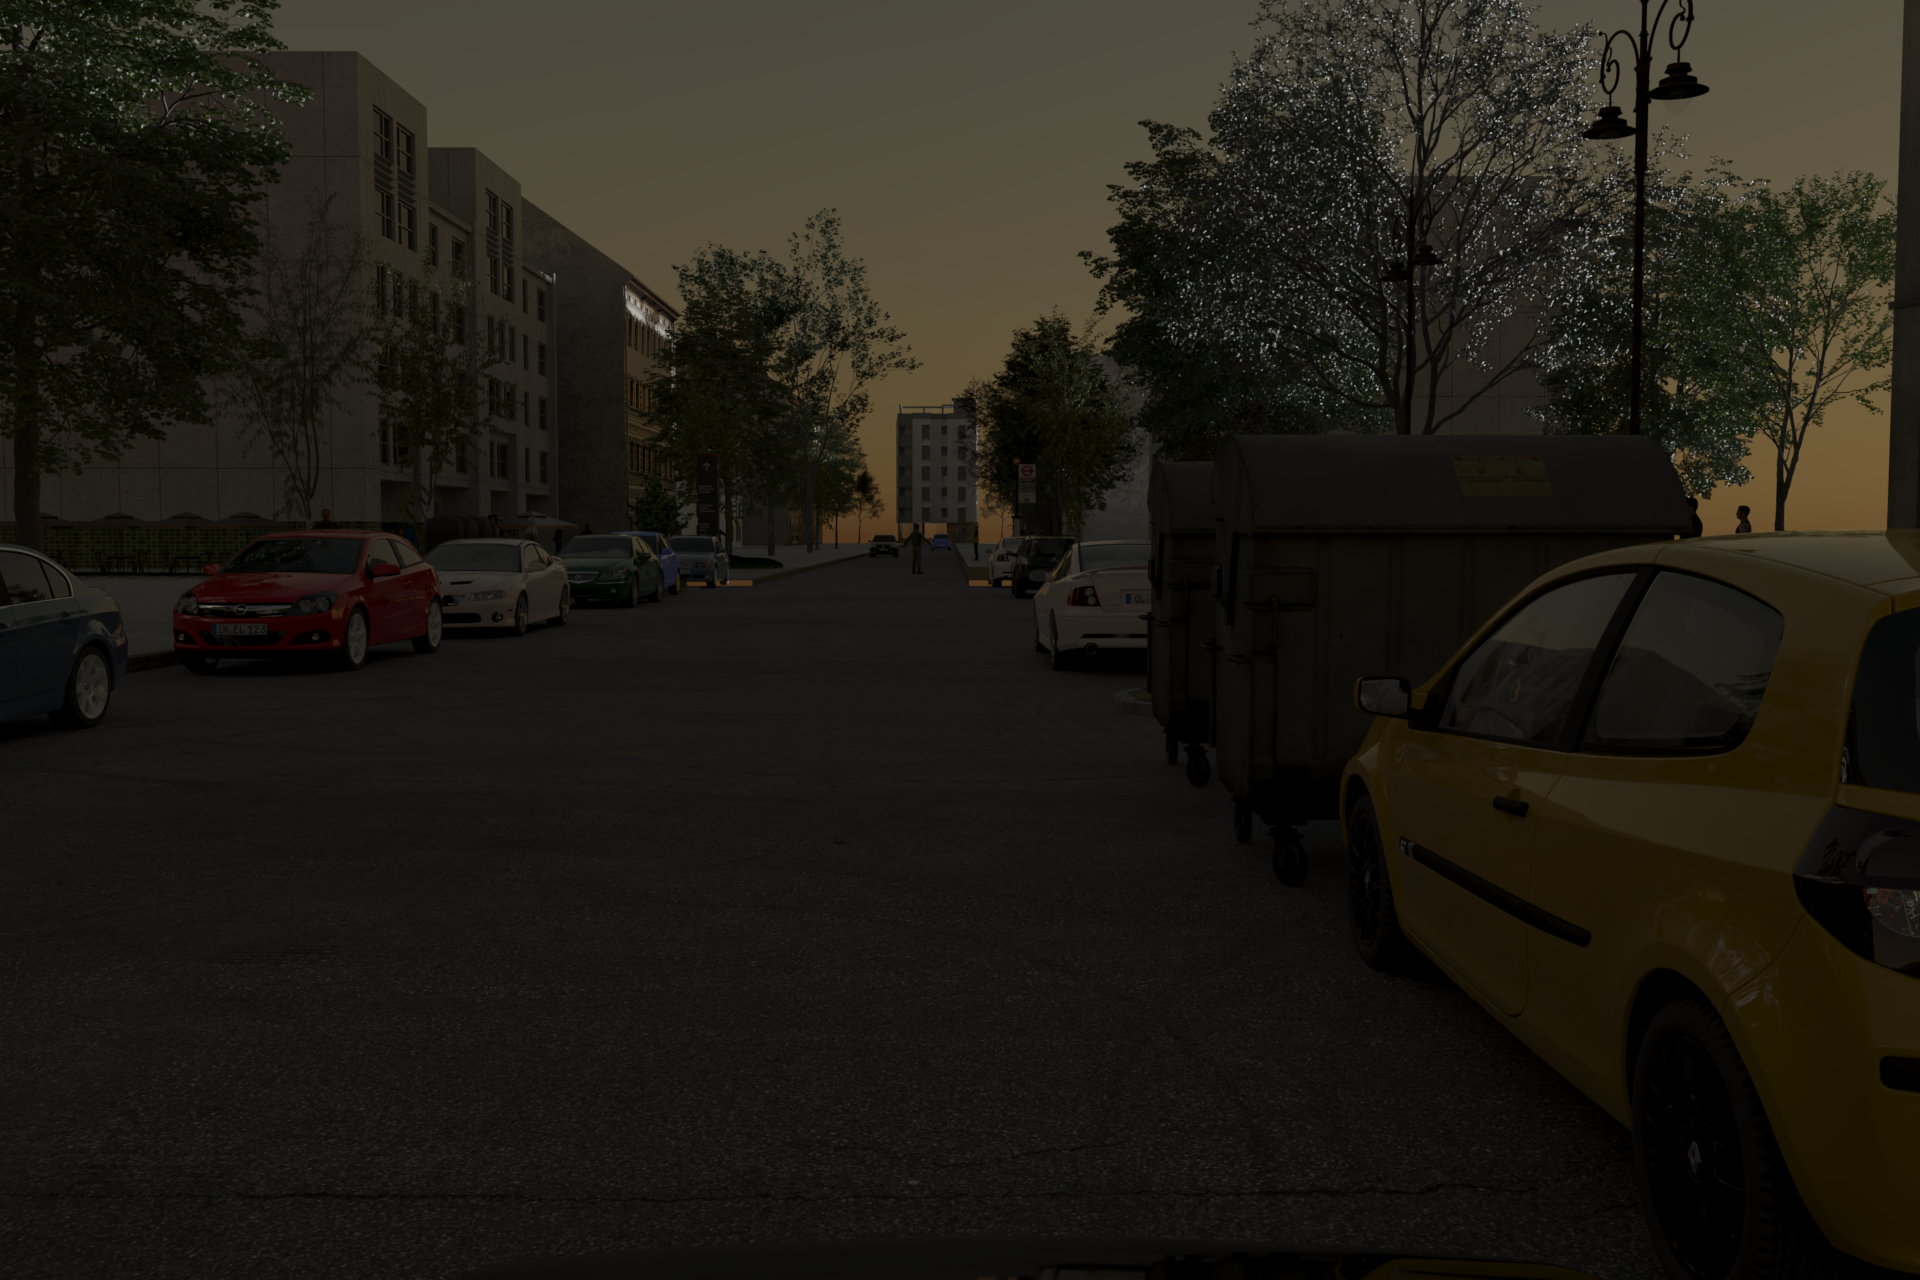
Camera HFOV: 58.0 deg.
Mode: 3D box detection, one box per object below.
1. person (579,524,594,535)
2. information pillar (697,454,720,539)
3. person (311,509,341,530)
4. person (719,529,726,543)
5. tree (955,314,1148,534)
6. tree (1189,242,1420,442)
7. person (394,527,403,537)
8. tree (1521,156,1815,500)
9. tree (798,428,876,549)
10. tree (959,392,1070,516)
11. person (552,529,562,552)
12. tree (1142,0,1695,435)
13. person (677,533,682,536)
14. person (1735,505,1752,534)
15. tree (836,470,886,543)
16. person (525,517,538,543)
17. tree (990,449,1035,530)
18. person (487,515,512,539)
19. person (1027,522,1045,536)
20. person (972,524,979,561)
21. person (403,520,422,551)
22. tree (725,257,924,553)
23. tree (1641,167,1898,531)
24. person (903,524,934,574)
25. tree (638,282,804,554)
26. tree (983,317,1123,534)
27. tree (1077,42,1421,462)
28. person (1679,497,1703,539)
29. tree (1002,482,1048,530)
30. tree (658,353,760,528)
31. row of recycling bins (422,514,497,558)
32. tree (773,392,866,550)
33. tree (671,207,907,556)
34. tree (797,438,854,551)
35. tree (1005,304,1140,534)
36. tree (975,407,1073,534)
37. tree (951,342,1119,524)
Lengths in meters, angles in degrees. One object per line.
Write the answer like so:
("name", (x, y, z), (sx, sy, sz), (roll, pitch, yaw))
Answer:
("person", (-17.016, -4.414, 78.896), (1.216, 1.740, 0.721), (-2, 4, -31))
("information pillar", (-8.161, -4.088, 56.221), (0.750, 3.857, 0.750), (0, 4, -1))
("person", (-13.192, -1.830, 36.098), (1.348, 1.807, 0.705), (-1, 4, -19))
("person", (-11.112, -4.471, 79.238), (1.346, 1.812, 0.704), (0, 4, 7))
("tree", (4.261, -8.483, 73.104), (8.767, 10.594, 7.601), (-2, 4, -33))
("tree", (11.187, -8.113, 58.398), (9.928, 11.665, 9.643), (0, 3, 0))
("person", (-12.131, -1.740, 37.660), (0.599, 1.438, 0.989), (1, 4, 13))
("tree", (24.283, -9.379, 60.007), (9.857, 13.997, 8.962), (0, 3, 0))
("tree", (-10.526, -13.239, 150.876), (8.767, 10.594, 7.601), (3, 5, 44))
("tree", (4.856, -14.559, 148.415), (12.009, 13.543, 11.850), (0, 3, 0))
("person", (-18.678, -4.539, 80.401), (0.705, 1.806, 1.347), (-2, 4, -27))
("tree", (8.490, -7.481, 32.680), (12.009, 13.543, 11.850), (0, 3, 0))
("person", (-8.515, -2.629, 52.245), (0.991, 1.433, 0.599), (1, 4, 21))
("person", (14.392, -1.576, 31.928), (0.704, 1.807, 1.345), (2, 4, 30))
("tree", (-13.767, -18.787, 241.571), (7.601, 10.594, 8.767), (0, 4, -4))
("person", (-11.191, -2.333, 44.914), (0.721, 1.736, 1.217), (0, 4, -2))
("tree", (4.356, -11.394, 136.656), (4.737, 8.622, 4.395), (0, 3, 0))
("person", (-13.143, -2.607, 48.770), (1.345, 1.843, 0.704), (-2, 4, -24))
("person", (3.545, -4.464, 79.121), (1.348, 1.813, 0.705), (1, 4, 18))
("person", (0.697, -4.702, 83.343), (0.721, 1.772, 1.216), (0, 4, 5))
("person", (-20.560, -3.606, 65.080), (1.347, 1.817, 0.704), (3, 4, 37))
("tree", (-9.334, -16.072, 118.659), (12.611, 20.169, 13.585), (0, 3, 0))
("tree", (23.626, -7.555, 49.283), (9.928, 11.665, 9.643), (0, 3, 0))
("person", (-1.528, -3.262, 62.059), (1.348, 1.796, 0.705), (2, 4, 35))
("tree", (-10.986, -9.827, 78.801), (7.486, 12.596, 7.792), (0, 3, 0))
("tree", (4.630, -10.587, 91.222), (7.486, 12.596, 7.792), (0, 3, 0))
("tree", (7.912, -8.561, 46.634), (9.857, 13.997, 8.962), (0, 3, 0))
("person", (10.602, -1.174, 25.239), (0.704, 1.823, 1.345), (1, 4, 13))
("tree", (4.724, -10.923, 128.958), (4.360, 8.622, 3.978), (0, 3, 0))
("tree", (-10.275, -7.341, 70.382), (4.737, 8.622, 4.395), (0, 3, 0))
("row of recycling bins", (-10.864, -1.883, 37.892), (1.069, 1.692, 3.534), (0, 4, 0))
("tree", (-11.363, -13.496, 138.781), (7.486, 12.596, 7.792), (0, 3, 0))
("tree", (-9.833, -14.940, 100.164), (12.611, 20.169, 13.585), (0, 3, 0))
("tree", (-10.413, -11.030, 130.700), (4.737, 8.622, 4.395), (0, 3, 0))
("tree", (3.652, -6.491, 56.490), (4.737, 8.622, 4.395), (0, 3, 0))
("tree", (4.552, -11.418, 121.100), (7.601, 10.594, 8.767), (-1, 4, -14))
("tree", (4.673, -11.897, 104.890), (12.009, 13.543, 11.850), (0, 3, 0))
